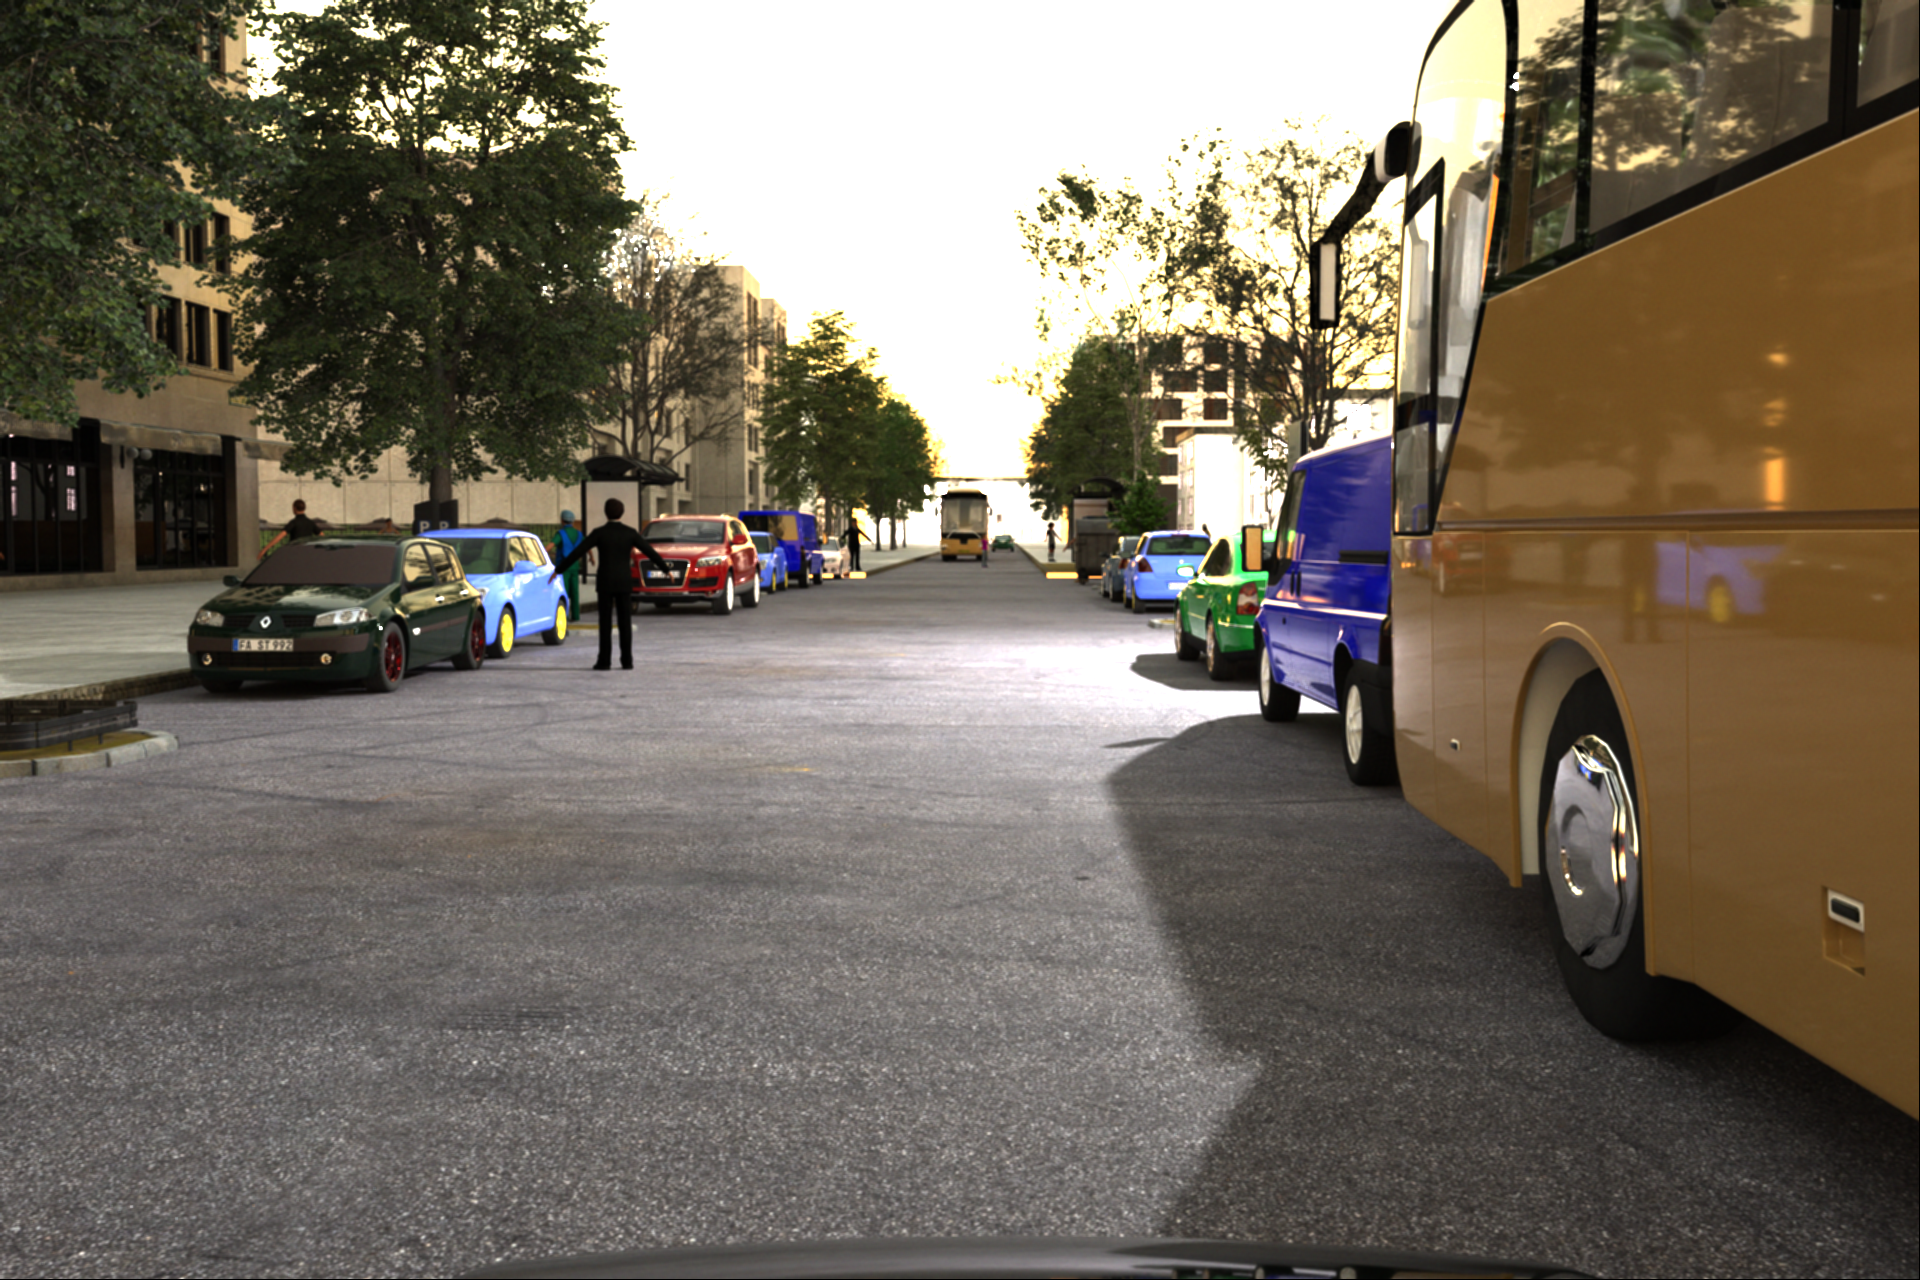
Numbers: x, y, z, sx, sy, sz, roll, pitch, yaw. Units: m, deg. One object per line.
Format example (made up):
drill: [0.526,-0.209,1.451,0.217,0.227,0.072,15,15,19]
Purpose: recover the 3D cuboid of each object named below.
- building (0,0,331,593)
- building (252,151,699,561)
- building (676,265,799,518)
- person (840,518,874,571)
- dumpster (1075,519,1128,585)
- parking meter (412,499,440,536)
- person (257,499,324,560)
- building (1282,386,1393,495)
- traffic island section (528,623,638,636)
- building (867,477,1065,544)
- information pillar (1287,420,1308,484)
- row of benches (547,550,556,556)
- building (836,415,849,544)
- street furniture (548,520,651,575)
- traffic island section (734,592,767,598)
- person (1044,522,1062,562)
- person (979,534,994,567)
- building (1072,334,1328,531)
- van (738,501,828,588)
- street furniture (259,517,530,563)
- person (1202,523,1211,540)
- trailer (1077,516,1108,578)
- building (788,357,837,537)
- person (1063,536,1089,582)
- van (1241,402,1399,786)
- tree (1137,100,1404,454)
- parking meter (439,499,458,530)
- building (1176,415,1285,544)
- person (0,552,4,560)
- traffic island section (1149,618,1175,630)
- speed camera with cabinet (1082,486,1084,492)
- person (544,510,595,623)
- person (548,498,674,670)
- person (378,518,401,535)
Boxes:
building: [-30.413,-14.187,34.118,24.374,26.755,37.873,0,4,2]
building: [-25.580,-14.051,96.185,16.747,18.905,31.486,0,4,1]
building: [-22.232,-16.107,129.814,16.747,18.905,31.486,0,4,1]
person: [-3.658,-3.332,60.414,1.347,1.837,0.705,-2,4,-28]
dumpster: [4.168,-2.507,49.200,1.865,1.857,1.264,0,4,1]
parking meter: [-8.850,-1.409,28.748,0.399,1.863,0.255,0,4,2]
person: [-9.963,-1.217,26.120,0.705,1.803,1.348,2,4,31]
building: [25.274,-9.644,99.821,9.099,9.664,28.070,0,4,2]
traffic island section: [-5.787,-0.146,25.248,1.991,0.108,1.994,0,4,2]
building: [0.920,-18.839,252.617,28.070,9.664,9.099,1,4,11]
information pillar: [7.105,-2.766,36.539,0.184,3.620,1.656,0,4,2]
row of benches: [-15.911,-3.179,67.443,1.422,0.672,4.104,2,4,27]
building: [-22.710,-21.005,209.896,16.747,18.905,31.486,0,4,1]
street furniture: [-11.781,-3.078,57.176,9.812,1.723,11.010,0,4,-1]
traffic island section: [-5.475,-1.033,39.752,1.991,0.108,1.994,0,4,1]
person: [4.277,-4.545,80.457,0.704,1.843,1.345,3,4,38]
person: [1.108,-3.829,74.320,0.599,1.433,0.991,3,5,40]
building: [26.253,-21.352,193.082,27.936,21.610,32.646,0,4,1]
van: [-4.888,-2.634,47.453,2.240,2.365,5.245,0,4,2]
street furniture: [-32.175,-3.906,68.897,27.439,1.986,14.083,1,4,10]
person: [12.948,-5.264,91.837,0.705,1.858,1.354,3,5,42]
trailer: [4.532,-3.042,56.788,1.471,1.999,3.904,0,4,1]
building: [-23.076,-21.323,179.551,19.493,23.208,18.063,0,4,2]
person: [3.645,-2.643,51.529,1.347,1.847,0.705,-3,4,-36]
van: [3.210,-0.435,11.493,2.240,2.365,5.245,0,4,1]
tree: [10.084,-8.477,48.965,12.009,13.543,11.850,0,3,0]
parking meter: [-8.672,-1.436,29.197,0.399,1.863,0.255,0,4,1]
building: [22.778,-11.791,134.923,9.099,9.664,28.070,0,4,1]
person: [-14.681,-1.183,25.405,0.705,1.821,1.348,1,4,21]
traffic island section: [3.944,-0.238,26.759,1.991,0.108,1.994,0,4,1]
speed camera with cabinet: [5.213,-4.637,70.152,0.660,3.252,2.038,0,4,0]
person: [-6.359,-1.186,27.973,0.704,1.817,1.347,2,4,34]
person: [-3.663,-0.592,18.316,1.347,1.806,0.705,-2,4,-24]
person: [-16.539,-2.656,50.229,1.217,1.737,0.721,-2,4,-24]
